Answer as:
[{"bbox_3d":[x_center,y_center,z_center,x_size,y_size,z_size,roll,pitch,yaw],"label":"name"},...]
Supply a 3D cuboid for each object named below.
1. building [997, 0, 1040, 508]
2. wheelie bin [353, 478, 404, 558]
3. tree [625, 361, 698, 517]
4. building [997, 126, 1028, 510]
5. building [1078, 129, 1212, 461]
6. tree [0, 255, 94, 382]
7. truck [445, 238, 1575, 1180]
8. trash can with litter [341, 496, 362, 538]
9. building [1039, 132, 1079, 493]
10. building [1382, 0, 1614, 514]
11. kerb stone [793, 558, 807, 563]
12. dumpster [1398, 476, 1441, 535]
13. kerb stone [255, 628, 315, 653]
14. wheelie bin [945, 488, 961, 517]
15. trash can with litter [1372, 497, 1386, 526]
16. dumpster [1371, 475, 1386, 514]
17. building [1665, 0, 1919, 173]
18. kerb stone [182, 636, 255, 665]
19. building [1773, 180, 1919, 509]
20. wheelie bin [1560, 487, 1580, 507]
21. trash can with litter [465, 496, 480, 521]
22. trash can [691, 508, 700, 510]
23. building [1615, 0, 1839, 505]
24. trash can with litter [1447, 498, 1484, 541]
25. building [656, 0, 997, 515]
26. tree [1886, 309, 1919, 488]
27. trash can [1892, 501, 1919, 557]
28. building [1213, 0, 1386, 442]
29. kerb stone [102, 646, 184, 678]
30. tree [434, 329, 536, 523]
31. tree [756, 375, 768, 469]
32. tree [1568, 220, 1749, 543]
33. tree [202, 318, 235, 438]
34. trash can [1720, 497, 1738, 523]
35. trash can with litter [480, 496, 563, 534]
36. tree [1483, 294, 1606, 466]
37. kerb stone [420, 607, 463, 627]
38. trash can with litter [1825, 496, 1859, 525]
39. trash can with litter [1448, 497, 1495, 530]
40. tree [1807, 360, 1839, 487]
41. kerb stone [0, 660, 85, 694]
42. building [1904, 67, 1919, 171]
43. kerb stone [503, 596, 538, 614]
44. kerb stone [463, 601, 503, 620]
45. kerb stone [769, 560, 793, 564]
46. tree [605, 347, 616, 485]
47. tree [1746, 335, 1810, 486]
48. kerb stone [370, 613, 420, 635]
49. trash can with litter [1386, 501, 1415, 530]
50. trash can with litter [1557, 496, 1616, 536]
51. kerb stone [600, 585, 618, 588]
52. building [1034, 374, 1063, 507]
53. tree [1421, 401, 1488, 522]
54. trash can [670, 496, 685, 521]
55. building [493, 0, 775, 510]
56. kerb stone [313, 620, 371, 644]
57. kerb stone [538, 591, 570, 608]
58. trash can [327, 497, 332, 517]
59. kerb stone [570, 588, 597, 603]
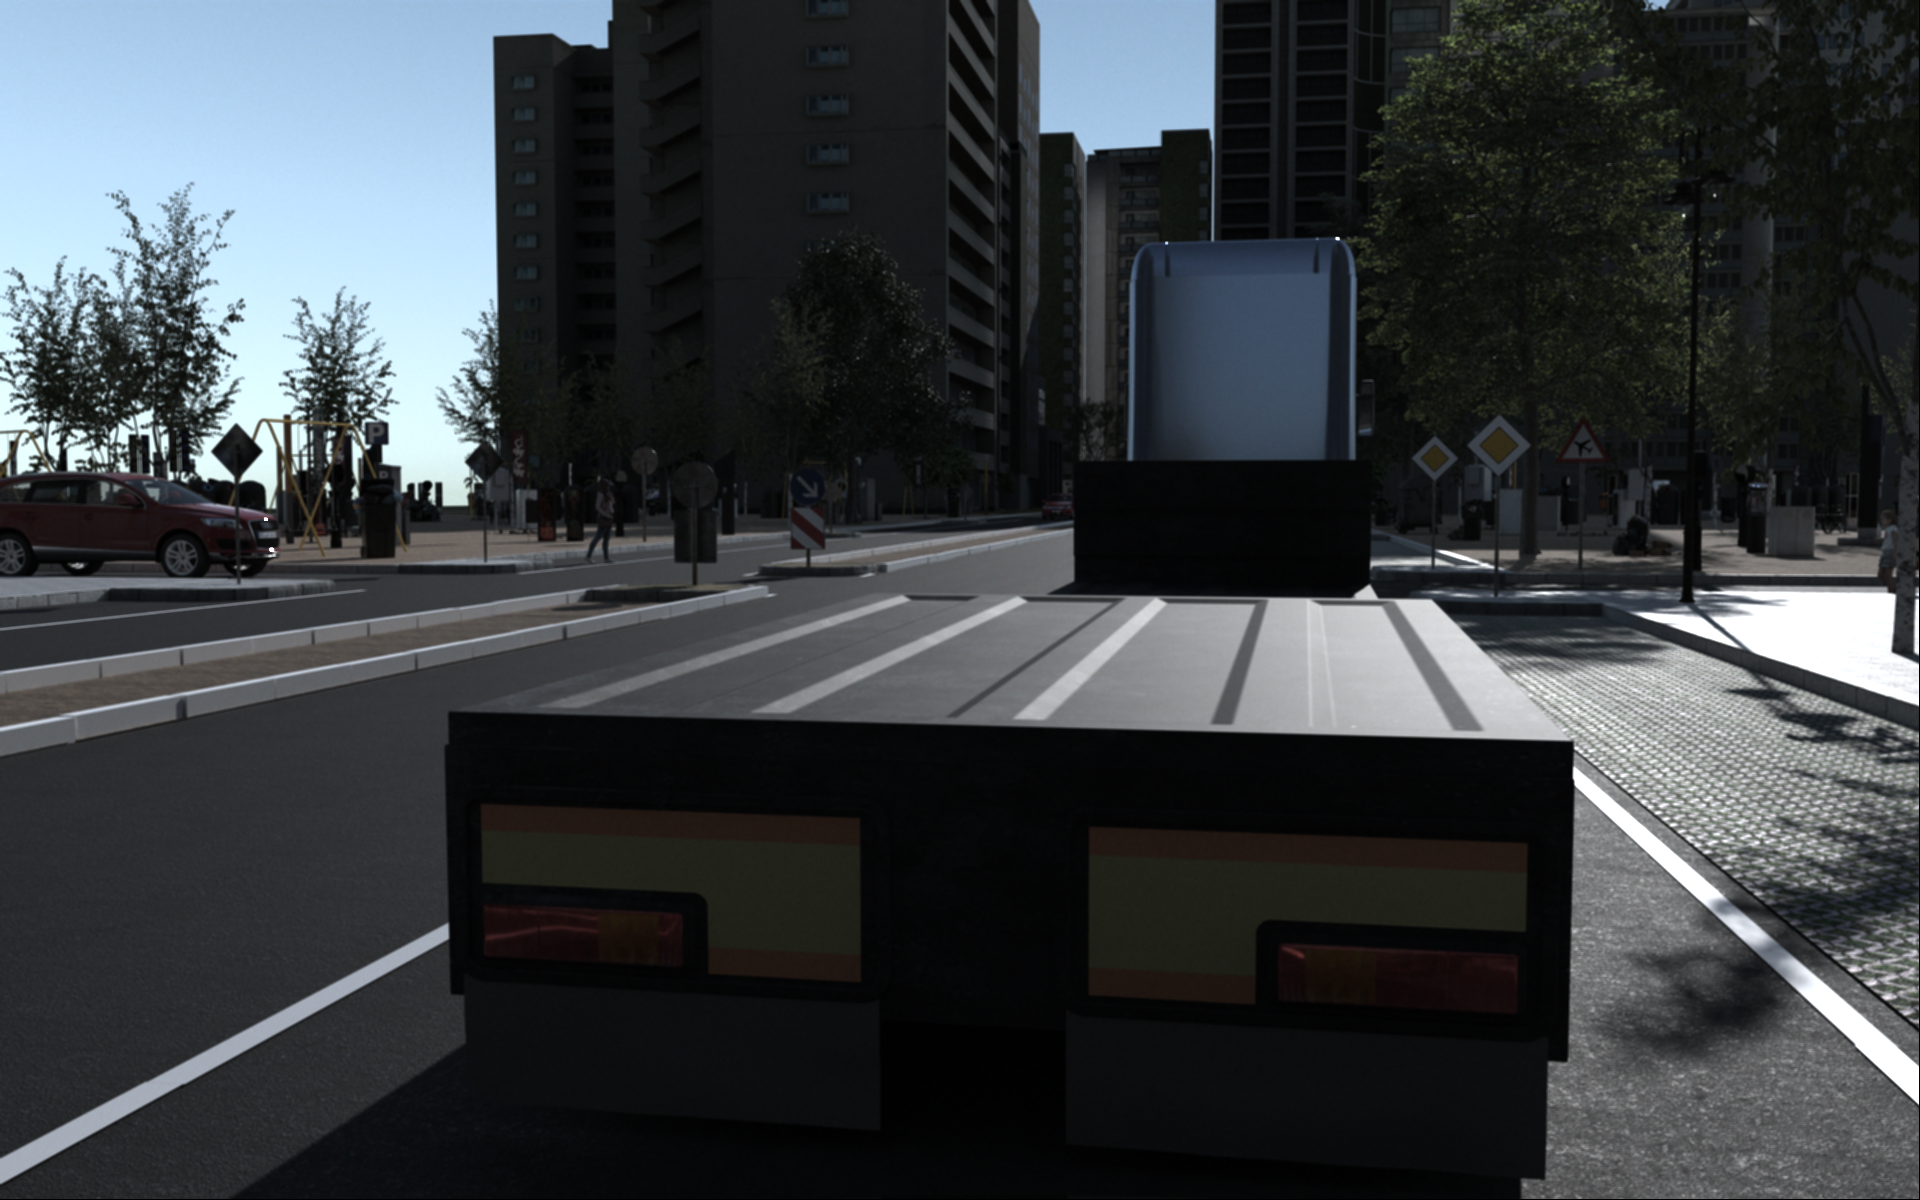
[{"bbox_3d":[-0.851,-30.621,150.756,14.600,45.320,14.200,1,4,10],"label":"building"},{"bbox_3d":[-11.692,-1.651,34.910,0.980,1.594,0.693,-2,4,-29],"label":"wheelie bin"},{"bbox_3d":[-16.165,-8.872,95.424,4.360,8.622,3.978,0,3,0],"label":"tree"},{"bbox_3d":[-2.477,-22.343,137.002,14.160,30.474,14.107,1,4,10],"label":"building"},{"bbox_3d":[21.611,-31.473,198.175,14.086,41.232,14.154,1,4,10],"label":"building"},{"bbox_3d":[-28.260,-6.358,54.312,4.737,8.622,4.395,0,3,0],"label":"tree"},{"bbox_3d":[1.848,-1.406,12.746,2.967,4.110,18.799,1,4,11],"label":"truck"},{"bbox_3d":[-17.658,-2.474,51.505,1.678,1.210,2.233,2,4,35],"label":"trash can with litter"},{"bbox_3d":[6.916,-31.584,199.993,14.086,41.232,14.154,1,4,10],"label":"building"},{"bbox_3d":[36.060,-26.609,118.657,14.154,41.232,14.086,1,4,10],"label":"building"},{"bbox_3d":[-3.215,-0.701,33.653,0.120,0.150,1.000,1,4,10],"label":"kerb stone"},{"bbox_3d":[14.750,-3.048,55.589,1.264,1.857,1.865,1,4,10],"label":"dumpster"},{"bbox_3d":[-6.285,0.386,15.942,0.120,0.150,1.000,1,4,10],"label":"kerb stone"},{"bbox_3d":[-0.342,-5.331,95.075,0.980,1.594,0.693,0,4,-2],"label":"wheelie bin"},{"bbox_3d":[17.077,-3.578,69.895,1.055,1.170,0.624,-3,5,-43],"label":"trash can with litter"},{"bbox_3d":[19.269,-4.845,81.712,1.502,2.255,1.985,1,4,10],"label":"dumpster"},{"bbox_3d":[92.459,-39.521,188.165,28.212,58.520,21.231,1,4,10],"label":"building"},{"bbox_3d":[-6.446,0.444,14.932,0.120,0.150,1.000,1,4,10],"label":"kerb stone"},{"bbox_3d":[81.488,-23.720,159.525,14.107,30.474,14.160,1,4,10],"label":"building"},{"bbox_3d":[27.340,-4.258,77.527,0.980,1.594,0.693,0,4,3],"label":"wheelie bin"},{"bbox_3d":[-23.598,-4.480,84.312,1.678,1.210,2.233,0,4,-1],"label":"trash can with litter"},{"bbox_3d":[-13.091,-4.498,85.188,0.748,1.137,0.748,0,3,0],"label":"trash can"},{"bbox_3d":[47.685,-27.162,135.972,32.217,40.220,23.993,1,4,10],"label":"building"},{"bbox_3d":[13.932,-2.230,47.855,0.624,1.170,1.055,-3,4,-36],"label":"trash can with litter"},{"bbox_3d":[-9.555,-30.298,119.078,21.300,48.544,21.600,1,4,10],"label":"building"},{"bbox_3d":[36.380,-7.015,65.061,4.360,8.622,3.978,0,3,0],"label":"tree"},{"bbox_3d":[19.503,-1.459,35.504,0.748,1.137,0.748,0,3,0],"label":"trash can"},{"bbox_3d":[39.497,-46.405,196.971,20.611,71.187,20.563,1,4,10],"label":"building"},{"bbox_3d":[-6.626,0.508,13.926,0.120,0.150,1.000,1,4,10],"label":"kerb stone"},{"bbox_3d":[-20.868,-7.755,77.149,4.360,8.622,3.978,0,3,0],"label":"tree"},{"bbox_3d":[-13.296,-9.596,107.257,4.737,8.622,4.395,0,3,0],"label":"tree"},{"bbox_3d":[18.033,-5.809,45.338,4.360,8.622,3.978,0,3,0],"label":"tree"},{"bbox_3d":[-31.203,-7.276,69.323,4.737,8.622,4.395,0,3,0],"label":"tree"},{"bbox_3d":[34.424,-4.033,77.593,0.748,1.137,0.748,0,3,0],"label":"trash can"},{"bbox_3d":[-14.252,-2.763,56.236,2.233,1.210,1.678,-1,4,-21],"label":"trash can with litter"},{"bbox_3d":[29.614,-9.955,88.511,9.928,11.665,9.643,0,3,0],"label":"tree"},{"bbox_3d":[-5.749,0.198,18.962,0.120,0.150,1.000,1,4,10],"label":"kerb stone"},{"bbox_3d":[36.699,-3.717,71.829,2.233,1.210,1.678,2,4,35],"label":"trash can with litter"},{"bbox_3d":[18.848,-3.173,62.941,1.678,1.210,2.233,-3,5,-42],"label":"trash can with litter"},{"bbox_3d":[42.246,-8.187,84.220,4.360,8.622,3.978,0,3,0],"label":"tree"},{"bbox_3d":[-6.802,0.568,12.917,0.120,0.150,1.000,1,4,10],"label":"kerb stone"},{"bbox_3d":[95.574,-29.002,157.780,14.086,41.232,14.154,1,4,10],"label":"building"},{"bbox_3d":[-5.412,0.074,20.982,0.120,0.150,1.000,1,4,10],"label":"kerb stone"},{"bbox_3d":[-5.576,0.143,19.969,0.120,0.150,1.000,1,4,10],"label":"kerb stone"},{"bbox_3d":[-3.394,-0.636,32.644,0.120,0.150,1.000,1,4,10],"label":"kerb stone"},{"bbox_3d":[-16.947,-8.196,84.371,4.737,8.622,4.395,0,3,0],"label":"tree"},{"bbox_3d":[27.728,-6.896,63.118,4.360,8.622,3.978,0,3,0],"label":"tree"},{"bbox_3d":[-5.924,0.259,17.955,0.120,0.150,1.000,1,4,10],"label":"kerb stone"},{"bbox_3d":[15.736,-3.055,61.333,0.624,1.170,1.055,-1,4,-14],"label":"trash can with litter"},{"bbox_3d":[19.301,-2.580,53.247,2.233,1.210,1.678,-1,4,-10],"label":"trash can with litter"},{"bbox_3d":[-4.878,-0.106,24.006,0.120,0.150,1.000,1,4,10],"label":"kerb stone"},{"bbox_3d":[-6.522,-52.344,168.503,31.000,86.520,22.319,1,4,10],"label":"building"},{"bbox_3d":[22.975,-7.946,80.283,4.360,8.622,3.978,0,3,0],"label":"tree"},{"bbox_3d":[-13.717,-4.425,84.005,0.748,1.137,0.748,0,3,0],"label":"trash can"},{"bbox_3d":[-32.548,-33.743,175.397,21.600,48.544,21.300,1,4,10],"label":"building"},{"bbox_3d":[-6.104,0.321,16.949,0.120,0.150,1.000,1,4,10],"label":"kerb stone"},{"bbox_3d":[-5.243,0.013,21.990,0.120,0.150,1.000,1,4,10],"label":"kerb stone"},{"bbox_3d":[-35.218,-5.208,96.807,0.748,1.137,0.748,0,3,0],"label":"trash can"},{"bbox_3d":[-5.063,-0.049,22.996,0.120,0.150,1.000,1,4,10],"label":"kerb stone"}]
